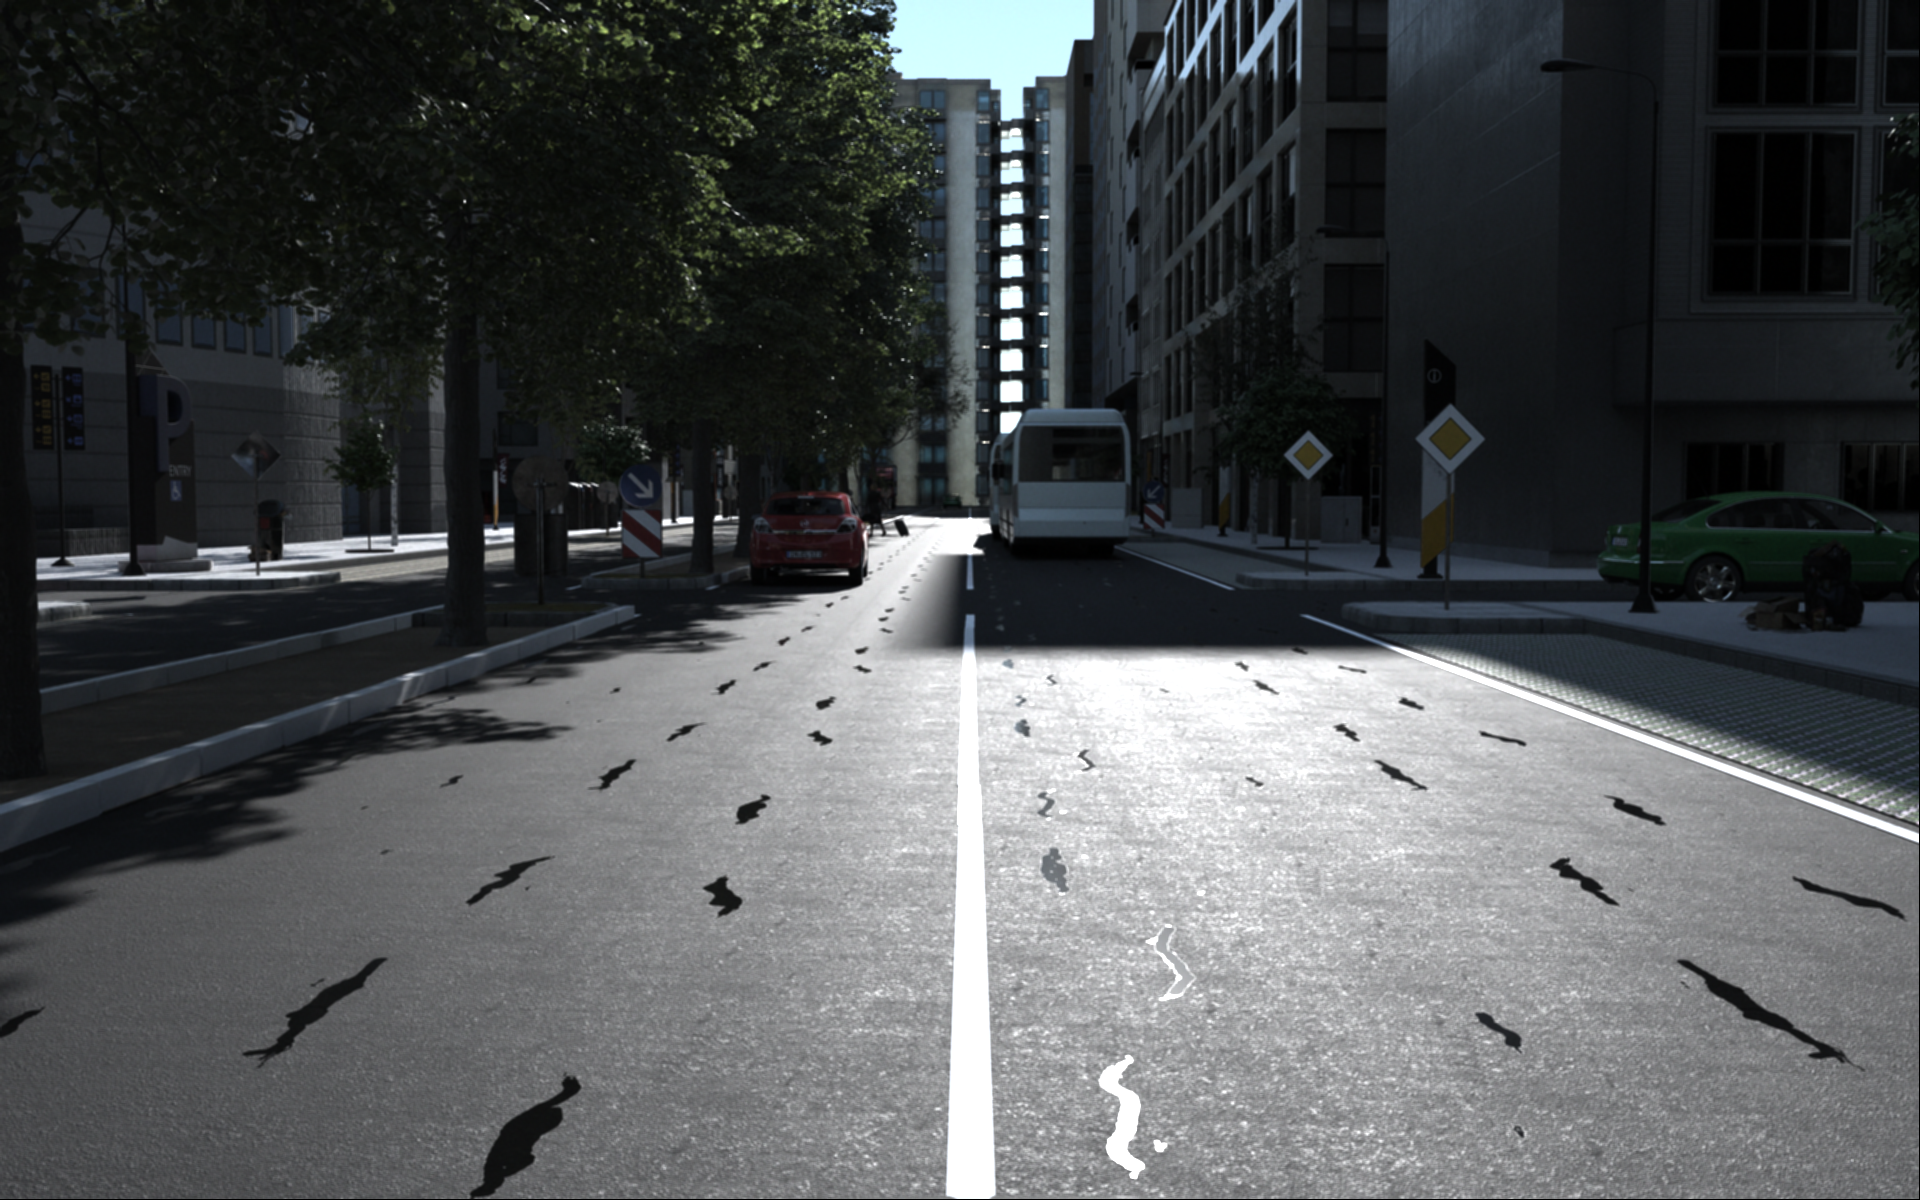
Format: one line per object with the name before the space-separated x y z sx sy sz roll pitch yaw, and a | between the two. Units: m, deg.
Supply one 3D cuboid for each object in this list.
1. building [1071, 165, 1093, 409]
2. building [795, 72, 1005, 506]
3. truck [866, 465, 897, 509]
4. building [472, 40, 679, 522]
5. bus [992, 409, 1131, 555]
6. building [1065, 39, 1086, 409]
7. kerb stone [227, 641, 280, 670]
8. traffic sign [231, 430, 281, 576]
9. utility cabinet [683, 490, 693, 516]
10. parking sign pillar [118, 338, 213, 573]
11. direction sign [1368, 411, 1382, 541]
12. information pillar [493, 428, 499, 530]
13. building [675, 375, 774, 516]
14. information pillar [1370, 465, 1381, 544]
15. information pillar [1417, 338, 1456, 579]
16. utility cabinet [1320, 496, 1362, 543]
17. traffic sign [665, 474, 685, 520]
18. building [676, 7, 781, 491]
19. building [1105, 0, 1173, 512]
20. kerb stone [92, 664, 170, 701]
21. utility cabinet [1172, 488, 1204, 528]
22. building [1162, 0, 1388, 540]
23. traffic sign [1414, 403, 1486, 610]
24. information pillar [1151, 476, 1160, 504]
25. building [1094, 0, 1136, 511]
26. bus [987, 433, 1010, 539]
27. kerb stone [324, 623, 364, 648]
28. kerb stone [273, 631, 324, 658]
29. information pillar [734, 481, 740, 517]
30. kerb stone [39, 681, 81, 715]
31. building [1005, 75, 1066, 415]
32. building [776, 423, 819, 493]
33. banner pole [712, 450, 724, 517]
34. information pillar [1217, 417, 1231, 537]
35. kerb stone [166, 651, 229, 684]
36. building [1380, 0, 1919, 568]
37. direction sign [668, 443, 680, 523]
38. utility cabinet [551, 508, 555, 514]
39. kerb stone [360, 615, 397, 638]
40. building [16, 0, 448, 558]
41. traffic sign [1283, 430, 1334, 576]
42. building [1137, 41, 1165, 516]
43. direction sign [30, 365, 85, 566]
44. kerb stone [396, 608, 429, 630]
building | 16.795 -23.418 154.590 14.160 30.474 14.107 0 4 0
building | -9.487 -35.466 199.483 30.456 49.044 23.786 0 4 0
truck | -7.470 -10.955 168.024 2.839 4.237 11.283 0 4 -1
building | -21.815 -19.053 83.217 14.160 30.474 14.107 0 4 0
bus | 2.397 -3.003 43.963 2.948 3.499 13.247 0 4 0
building | 17.522 -31.716 168.668 14.600 45.320 14.200 0 4 0
kerb stone | -5.957 0.482 14.454 0.120 0.150 1.000 0 4 0
traffic sign | -11.057 -1.442 27.227 0.795 2.450 0.064 0 4 0
utility cabinet | -15.286 -5.481 98.296 0.318 1.500 1.173 -3 5 -40
parking sign pillar | -13.215 -2.461 28.717 1.447 3.967 1.447 0 4 5
direction sign | 11.371 -3.386 47.363 0.379 3.537 0.876 3 5 40
information pillar | -16.590 -4.312 61.852 0.183 3.616 0.504 0 4 -7
building | -28.130 -16.659 117.419 27.650 21.520 28.899 0 4 0
information pillar | 10.672 -2.429 44.205 0.304 2.012 0.304 3 5 40
information pillar | 7.216 -2.130 26.173 0.504 3.616 0.183 0 4 -4
utility cabinet | 9.957 -2.085 45.245 1.020 1.237 0.306 2 4 28
traffic sign | -12.733 -4.730 77.343 0.884 2.594 0.081 0 4 3
building | -22.103 -29.851 138.167 14.600 45.320 14.200 0 4 0
building | 24.482 -32.397 118.929 28.713 52.752 27.495 0 4 0
kerb stone | -5.972 0.599 12.410 0.120 0.150 1.000 0 4 0
utility cabinet | 8.530 -3.433 64.812 1.173 1.500 0.318 2 4 27
building | 19.090 -15.906 64.581 19.350 26.468 34.151 0 4 0
traffic sign | 5.390 -0.947 19.126 0.795 2.450 0.064 0 4 0
information pillar | 8.060 -4.104 71.588 0.304 2.012 0.304 -1 4 -9
building | 18.124 -29.963 140.001 14.600 45.320 14.200 0 4 0
bus | 2.325 -3.893 58.510 2.948 3.499 13.247 0 4 1
kerb stone | -5.944 0.355 16.501 0.120 0.150 1.000 0 4 0
kerb stone | -5.954 0.411 15.479 0.120 0.150 1.000 0 4 0
information pillar | -12.571 -5.718 97.977 0.304 2.012 0.304 -2 4 -25
kerb stone | -5.982 0.663 11.372 0.120 0.150 1.000 0 4 0
building | 20.961 -35.386 198.164 30.456 49.044 23.786 0 4 0
building | -30.051 -52.062 163.883 31.000 86.520 22.319 0 4 0
banner pole | -13.867 -6.667 99.021 0.863 3.779 0.401 0 4 -8
information pillar | 7.987 -3.726 52.280 0.183 3.616 0.504 -1 4 -23
kerb stone | -5.967 0.540 13.432 0.120 0.150 1.000 0 4 0
building | 25.137 -13.176 34.491 30.058 24.678 14.314 0 4 0
direction sign | -12.542 -5.138 76.009 0.379 3.537 0.876 -3 5 -44
utility cabinet | -16.883 -3.811 73.473 0.306 1.237 1.020 3 5 41
kerb stone | -5.944 0.289 17.523 0.120 0.150 1.000 0 4 0
building | -27.713 -30.738 44.563 21.231 58.520 28.212 0 4 0
traffic sign | 5.437 -1.435 27.111 0.795 2.450 0.064 0 4 0
building | 16.440 -16.738 91.682 12.078 24.808 19.932 0 4 0
direction sign | -15.994 -2.372 30.774 0.379 3.537 0.876 3 5 40
kerb stone | -5.933 0.223 18.544 0.120 0.150 1.000 0 4 0
